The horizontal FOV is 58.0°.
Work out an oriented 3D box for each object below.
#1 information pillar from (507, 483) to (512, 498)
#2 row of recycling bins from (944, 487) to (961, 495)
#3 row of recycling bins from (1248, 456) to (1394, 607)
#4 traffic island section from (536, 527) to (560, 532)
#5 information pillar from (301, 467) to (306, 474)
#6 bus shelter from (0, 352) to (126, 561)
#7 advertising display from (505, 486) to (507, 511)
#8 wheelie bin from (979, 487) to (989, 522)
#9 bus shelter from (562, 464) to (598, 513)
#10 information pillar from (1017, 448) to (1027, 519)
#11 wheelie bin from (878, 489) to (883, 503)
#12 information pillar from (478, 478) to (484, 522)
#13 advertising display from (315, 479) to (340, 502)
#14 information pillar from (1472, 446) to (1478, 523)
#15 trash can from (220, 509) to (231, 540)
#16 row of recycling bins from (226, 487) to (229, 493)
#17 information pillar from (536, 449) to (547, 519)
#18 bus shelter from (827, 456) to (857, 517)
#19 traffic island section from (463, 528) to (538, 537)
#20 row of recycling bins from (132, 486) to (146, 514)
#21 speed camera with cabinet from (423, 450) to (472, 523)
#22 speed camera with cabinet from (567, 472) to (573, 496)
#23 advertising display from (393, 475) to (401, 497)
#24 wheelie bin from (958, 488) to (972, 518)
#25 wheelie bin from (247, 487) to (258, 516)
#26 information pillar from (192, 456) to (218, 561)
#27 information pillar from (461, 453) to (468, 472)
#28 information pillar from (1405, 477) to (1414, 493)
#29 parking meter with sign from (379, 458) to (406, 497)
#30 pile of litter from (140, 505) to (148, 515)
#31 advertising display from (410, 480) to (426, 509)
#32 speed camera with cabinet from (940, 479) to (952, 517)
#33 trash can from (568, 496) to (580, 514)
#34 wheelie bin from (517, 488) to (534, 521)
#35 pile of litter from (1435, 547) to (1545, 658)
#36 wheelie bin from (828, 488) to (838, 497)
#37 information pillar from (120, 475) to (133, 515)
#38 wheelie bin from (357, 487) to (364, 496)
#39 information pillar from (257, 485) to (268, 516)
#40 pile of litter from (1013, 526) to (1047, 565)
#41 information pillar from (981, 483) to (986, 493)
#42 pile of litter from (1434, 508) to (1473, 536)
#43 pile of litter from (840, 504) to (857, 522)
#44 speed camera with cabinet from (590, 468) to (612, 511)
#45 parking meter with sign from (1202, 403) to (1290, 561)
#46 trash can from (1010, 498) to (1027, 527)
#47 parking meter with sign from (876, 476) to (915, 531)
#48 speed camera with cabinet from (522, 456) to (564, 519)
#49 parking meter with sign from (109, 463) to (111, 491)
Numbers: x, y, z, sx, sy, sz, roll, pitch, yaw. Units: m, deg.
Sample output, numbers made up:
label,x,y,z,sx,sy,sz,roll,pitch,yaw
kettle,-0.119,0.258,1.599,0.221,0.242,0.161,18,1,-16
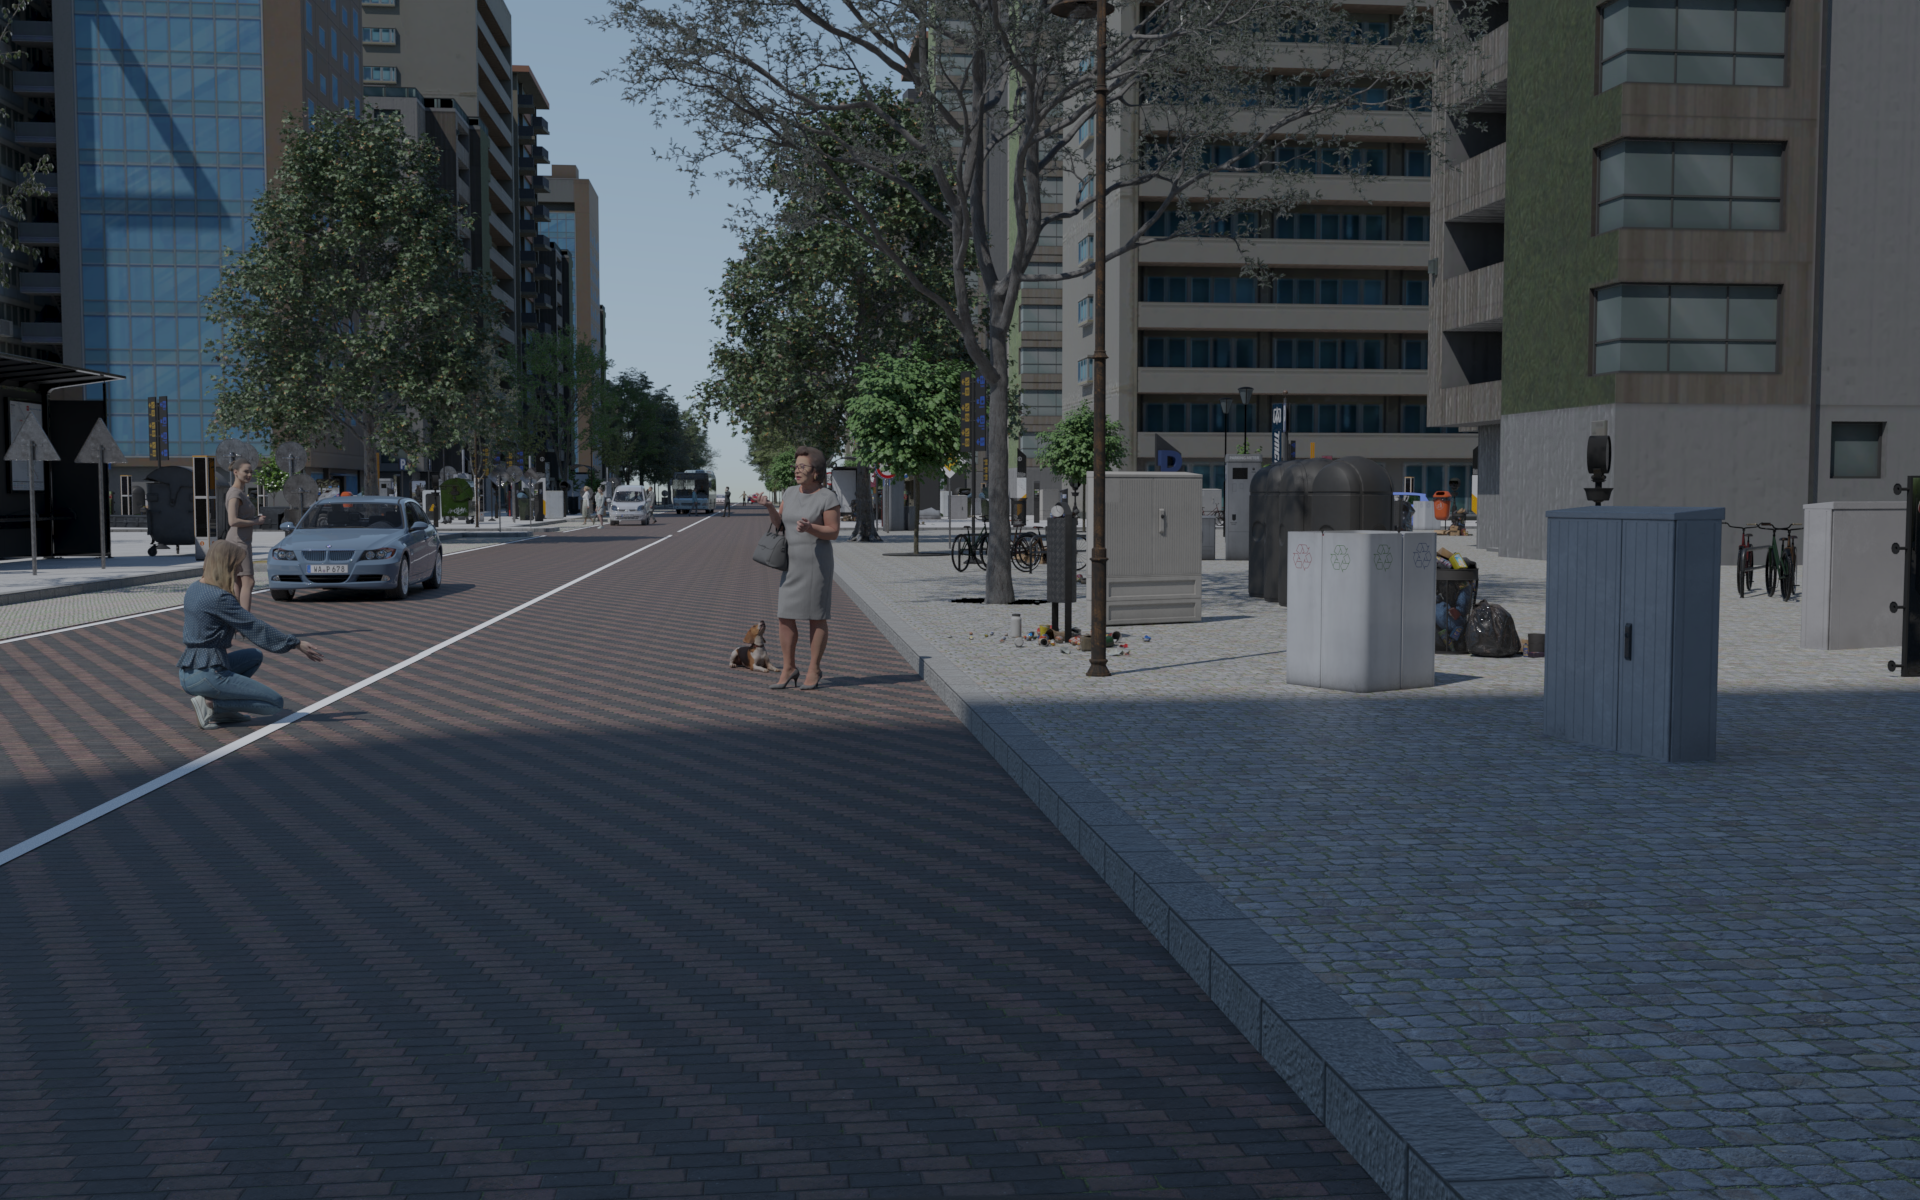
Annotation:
label,x,y,z,sx,sy,sz,roll,pitch,yaw
information pillar,-30.898,-6.988,118.751,0.304,2.012,0.304,-2,4,-27
row of recycling bins,-1.144,-6.154,107.726,3.534,1.692,1.069,2,4,32
row of recycling bins,4.119,-0.800,20.193,1.069,1.692,3.534,0,4,-5
traffic island section,-16.429,-2.687,66.218,2.009,0.180,2.903,0,4,-7
information pillar,-30.031,-5.376,79.248,0.183,3.616,0.504,0,4,-8
bus shelter,-17.098,-2.458,31.466,1.731,3.624,6.357,0,4,-7
advertising display,-31.824,-7.173,122.487,0.123,1.923,0.974,2,4,26
wheelie bin,1.295,-4.344,78.931,0.980,1.594,0.693,-1,4,-20
bus shelter,-26.186,-7.699,119.794,2.014,3.302,5.546,0,4,-7
information pillar,3.109,-5.883,87.545,0.504,3.616,0.183,1,4,16
wheelie bin,-4.881,-6.002,106.037,0.980,1.594,0.693,0,4,3
information pillar,-22.187,-4.613,79.913,0.304,2.012,0.304,2,4,30
advertising display,-26.699,-4.157,73.175,0.974,1.923,0.123,-2,4,-29
information pillar,22.692,-5.167,75.831,0.504,3.616,0.183,2,4,25
trash can,-17.261,-1.796,41.024,0.748,1.137,0.748,0,3,0
row of recycling bins,-32.204,-4.124,74.532,1.069,1.692,3.534,0,4,-2
information pillar,-21.441,-5.949,88.626,0.504,3.616,0.183,-1,4,-19
bus shelter,-6.189,-6.192,95.166,2.014,3.302,5.546,0,4,-7
traffic island section,-15.497,-2.202,58.288,2.009,0.180,2.903,0,4,-7
row of recycling bins,-38.391,-4.697,83.909,3.534,1.692,1.069,-1,4,-22
speed camera with cabinet,-22.763,-5.047,76.862,2.038,3.252,0.660,0,4,-2
speed camera with cabinet,-25.964,-7.164,111.459,2.038,3.252,0.660,0,4,-4
advertising display,-18.723,-3.206,57.624,0.123,1.923,0.974,-2,4,-24
wheelie bin,0.304,-5.219,93.236,0.980,1.594,0.693,-1,4,-13
wheelie bin,-33.557,-4.568,82.593,0.980,1.594,0.693,-2,4,-26
information pillar,-14.504,-1.761,33.289,0.304,2.012,0.304,0,4,7
information pillar,-28.282,-6.582,98.967,0.504,3.616,0.183,2,4,31
information pillar,19.431,-4.308,74.921,0.304,2.012,0.304,3,5,40
parking meter with sign,-28.064,-5.422,84.915,1.738,3.016,0.543,1,4,14
pile of litter,-31.424,-3.234,66.845,1.719,0.858,1.176,0,4,3
advertising display,-24.943,-4.559,79.751,0.123,1.923,0.974,2,4,25
speed camera with cabinet,-1.036,-6.377,98.601,0.660,3.252,2.038,-1,4,-19
trash can,-24.345,-5.961,109.114,0.748,1.137,0.748,0,3,0
wheelie bin,-21.079,-4.658,84.063,0.693,1.594,0.980,0,4,7
pile of litter,4.081,-0.012,14.158,1.176,0.858,1.719,-2,4,-35
wheelie bin,-6.318,-4.642,83.804,0.693,1.594,0.980,1,4,18
information pillar,-32.712,-3.884,67.999,0.304,2.012,0.304,0,4,1
wheelie bin,-26.837,-4.321,78.563,0.980,1.594,0.693,-2,4,-25
information pillar,-28.803,-4.103,71.576,0.304,2.012,0.304,1,4,11
pile of litter,1.548,-1.115,32.194,1.176,0.858,1.719,1,4,19
information pillar,1.601,-6.997,118.887,0.304,2.012,0.304,-1,4,-12
pile of litter,15.217,-2.419,53.514,1.176,0.858,1.719,0,4,5
pile of litter,-5.135,-4.113,81.213,1.176,0.858,1.719,1,4,22
speed camera with cabinet,-27.022,-8.282,129.750,2.038,3.252,0.660,2,4,35
parking meter with sign,5.459,-2.275,33.455,1.738,3.016,0.543,0,4,6
trash can,2.292,-3.428,67.700,0.748,1.137,0.748,0,3,0
parking meter with sign,-2.280,-3.898,59.987,0.543,3.016,1.738,3,5,43
speed camera with cabinet,-21.769,-5.872,90.340,2.038,3.252,0.660,-2,4,-28
parking meter with sign,-41.703,-5.399,84.533,0.543,3.016,1.738,-2,4,-25
